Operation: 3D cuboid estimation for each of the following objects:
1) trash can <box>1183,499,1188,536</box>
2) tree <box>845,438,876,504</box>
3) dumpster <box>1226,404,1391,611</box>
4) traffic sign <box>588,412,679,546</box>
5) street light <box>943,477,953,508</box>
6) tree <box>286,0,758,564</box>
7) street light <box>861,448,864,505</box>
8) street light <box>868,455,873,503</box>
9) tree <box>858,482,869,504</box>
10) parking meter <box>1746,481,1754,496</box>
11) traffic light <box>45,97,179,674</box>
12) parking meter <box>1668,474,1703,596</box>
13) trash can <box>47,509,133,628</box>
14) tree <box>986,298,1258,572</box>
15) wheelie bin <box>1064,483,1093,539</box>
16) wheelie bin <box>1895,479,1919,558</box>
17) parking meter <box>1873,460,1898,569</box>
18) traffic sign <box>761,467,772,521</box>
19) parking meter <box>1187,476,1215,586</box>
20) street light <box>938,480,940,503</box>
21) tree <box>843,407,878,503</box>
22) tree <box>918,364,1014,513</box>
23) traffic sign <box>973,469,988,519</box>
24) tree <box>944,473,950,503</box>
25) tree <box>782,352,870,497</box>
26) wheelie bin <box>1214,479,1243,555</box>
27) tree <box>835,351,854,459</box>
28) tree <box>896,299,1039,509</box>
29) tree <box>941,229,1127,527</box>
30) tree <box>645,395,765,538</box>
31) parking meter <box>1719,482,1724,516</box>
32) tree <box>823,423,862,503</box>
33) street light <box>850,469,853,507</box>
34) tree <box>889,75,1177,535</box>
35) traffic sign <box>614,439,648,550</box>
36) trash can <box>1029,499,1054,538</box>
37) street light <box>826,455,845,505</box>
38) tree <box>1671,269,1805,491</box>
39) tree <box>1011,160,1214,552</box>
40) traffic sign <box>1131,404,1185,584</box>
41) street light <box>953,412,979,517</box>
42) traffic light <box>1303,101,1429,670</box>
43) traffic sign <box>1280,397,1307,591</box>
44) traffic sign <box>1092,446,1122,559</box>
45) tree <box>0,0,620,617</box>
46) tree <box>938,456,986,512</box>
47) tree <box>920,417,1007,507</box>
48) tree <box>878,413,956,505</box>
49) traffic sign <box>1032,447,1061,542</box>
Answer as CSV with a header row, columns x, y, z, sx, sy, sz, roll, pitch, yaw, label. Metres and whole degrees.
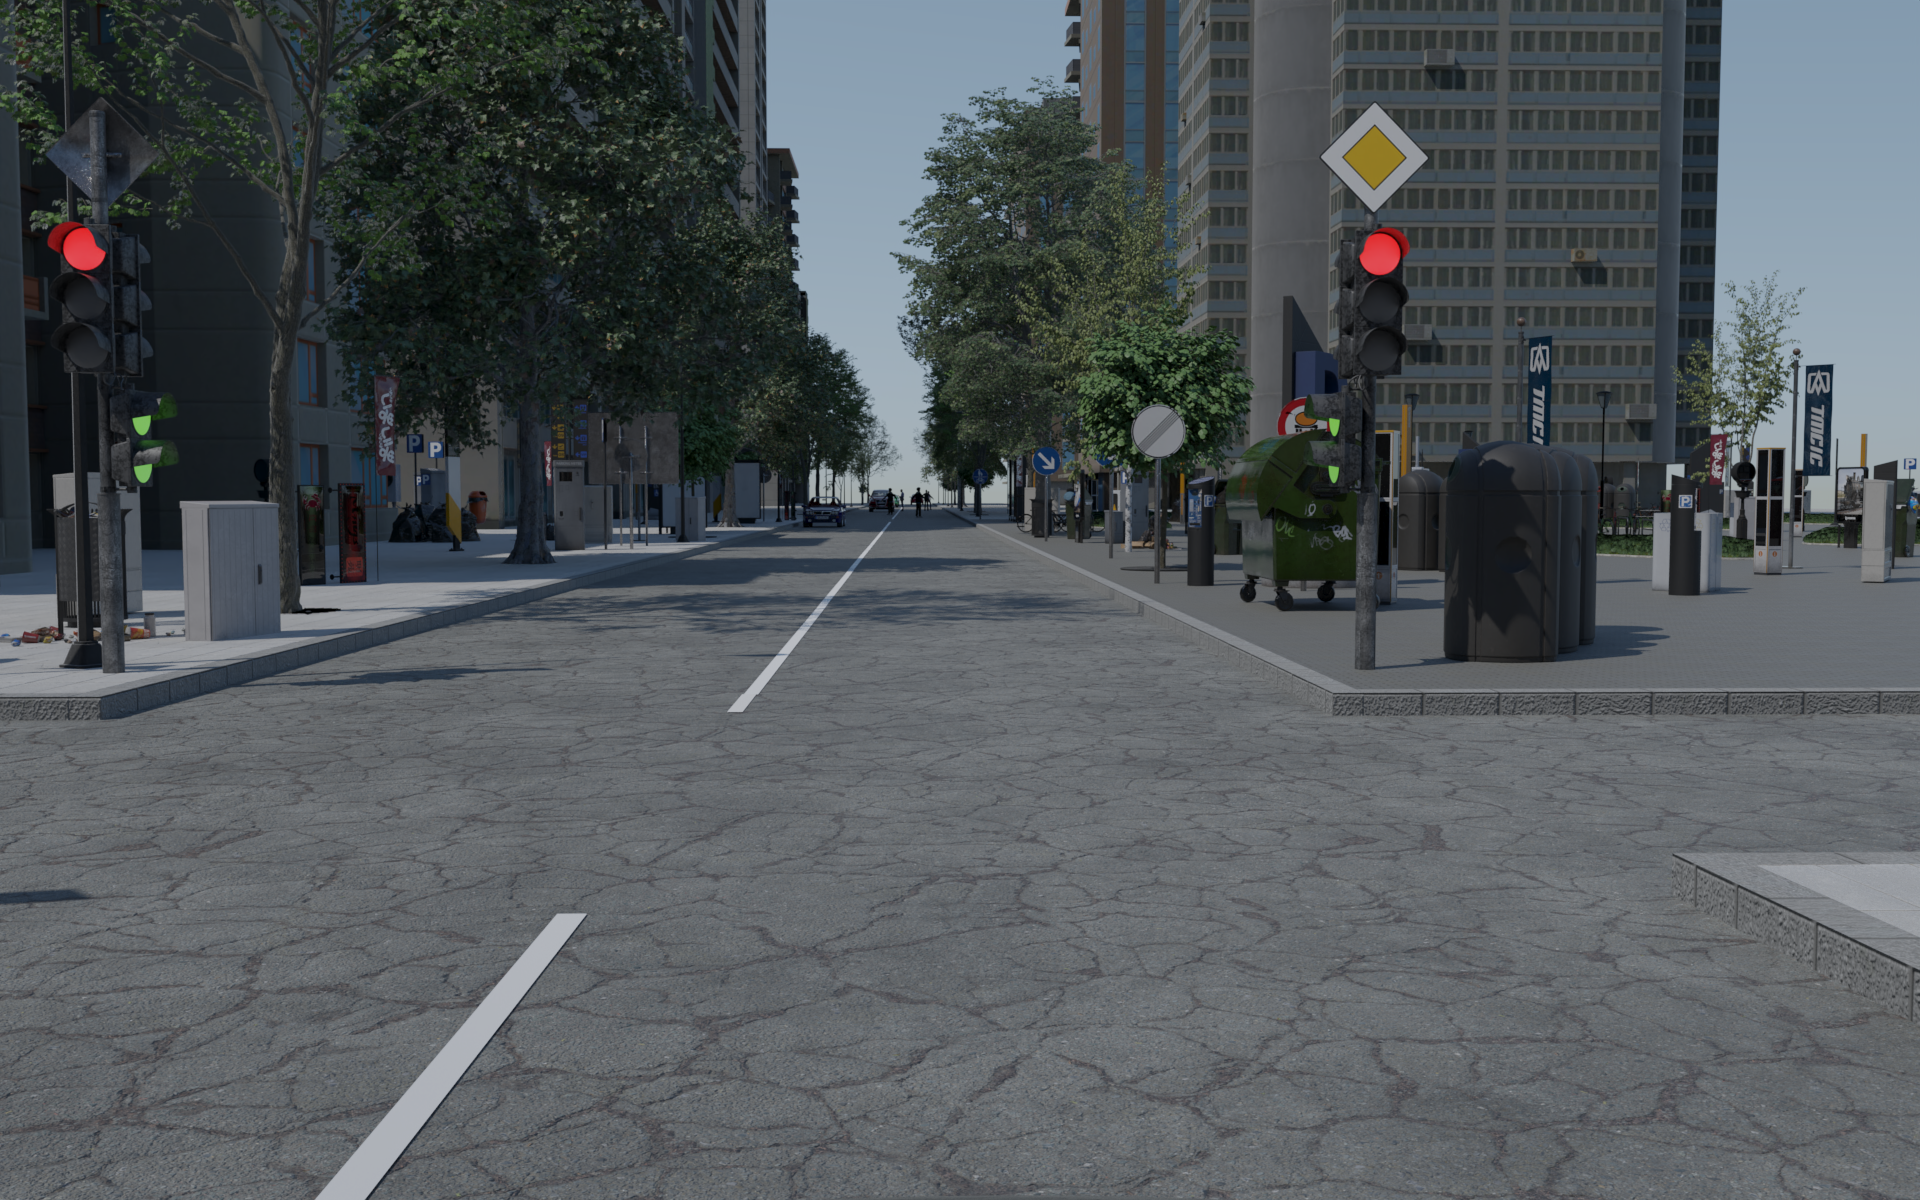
x,y,z,sx,sy,sz,roll,pitch,yaw,label
7.204,-2.536,53.114,0.748,1.137,0.748,0,3,0,trash can
-13.045,-17.047,229.084,4.360,8.622,3.978,0,3,0,tree
3.930,-1.050,19.656,1.502,2.255,1.985,0,4,-2,dumpster
-8.098,-3.000,42.930,2.265,3.308,0.079,0,4,4,traffic sign
-0.409,-9.697,131.080,1.470,5.913,1.316,0,4,-2,street light
-7.936,-7.024,31.854,9.611,12.733,9.660,0,3,0,tree
-10.302,-12.237,172.609,1.470,5.913,1.316,0,4,-2,street light
-11.081,-14.263,205.735,1.470,5.913,1.316,0,4,-2,street light
-13.106,-14.759,235.909,1.663,3.219,1.824,0,3,0,tree
32.435,-4.005,71.187,0.255,1.863,0.399,1,4,9,parking meter
-6.059,-1.431,12.317,0.839,4.253,0.868,0,4,-2,traffic light
9.202,-0.829,21.962,0.372,1.533,0.369,0,3,0,parking meter
-8.420,-0.315,16.798,0.748,1.137,0.748,0,3,0,trash can
3.406,-2.779,29.155,4.285,4.588,4.351,0,3,0,tree
3.344,-2.527,49.225,0.693,1.594,0.980,2,4,26,wheelie bin
19.069,-1.676,35.316,0.693,1.594,0.980,-3,5,-41,wheelie bin
15.819,-1.467,29.689,0.399,1.863,0.255,2,4,26,parking meter
-9.186,-4.949,81.028,0.768,2.556,0.104,0,4,0,traffic sign
3.371,-0.967,24.226,0.372,1.533,0.369,0,3,0,parking meter
-1.302,-11.724,164.220,1.470,5.913,1.316,0,4,-2,street light
-13.215,-20.518,245.831,12.009,13.543,11.850,0,3,0,tree
0.774,-12.101,115.980,7.486,12.596,7.792,0,3,0,tree
1.027,-5.354,87.651,0.768,2.556,0.104,0,4,0,traffic sign
-1.771,-17.534,237.048,4.360,8.622,3.978,0,3,0,tree
-10.323,-12.986,130.451,7.486,12.596,7.792,0,3,0,tree
5.708,-1.755,36.609,0.980,1.594,0.693,-2,4,-30,wheelie bin
-8.790,-9.154,66.674,9.611,12.733,9.660,0,3,0,tree
1.173,-17.984,149.924,12.611,20.169,13.585,0,3,0,tree
2.844,-8.639,67.008,9.928,11.665,9.643,0,3,0,tree
-7.966,-4.114,50.981,4.285,4.588,4.351,0,3,0,tree
36.106,-4.690,82.397,0.399,1.863,0.255,-1,4,-11,parking meter
-10.946,-12.729,158.486,4.737,8.622,4.395,0,3,0,tree
-9.816,-11.163,155.061,1.470,5.913,1.316,0,4,-2,street light
2.674,-8.981,53.499,9.857,13.997,8.962,0,3,0,tree
-7.595,-2.439,39.981,0.768,2.556,0.104,0,4,0,traffic sign
2.406,-2.405,50.983,0.748,1.137,0.748,0,3,0,trash can
-8.876,-9.131,121.828,1.470,5.913,1.316,0,4,-2,street light
26.048,-6.558,57.579,4.737,8.622,4.395,0,3,0,tree
3.570,-5.378,38.291,4.737,8.622,4.395,0,3,0,tree
2.825,-1.507,24.751,0.768,2.556,0.104,0,4,1,traffic sign
0.488,-7.650,97.612,1.470,5.913,1.316,0,4,-2,street light
2.949,-1.447,12.576,0.839,4.253,0.868,0,4,-2,traffic light
4.540,-1.389,22.812,0.768,2.556,0.104,0,4,2,traffic sign
3.007,-2.098,34.409,0.768,2.556,0.104,0,4,6,traffic sign
-7.153,-5.664,18.358,9.928,11.665,9.643,0,3,0,tree
1.203,-8.766,127.044,4.285,4.588,4.351,0,3,0,tree
0.375,-15.638,172.692,9.611,12.733,9.660,0,3,0,tree
-0.665,-17.590,197.969,12.009,13.543,11.850,0,3,0,tree
2.330,-2.853,46.747,0.768,2.556,0.104,0,4,0,traffic sign
